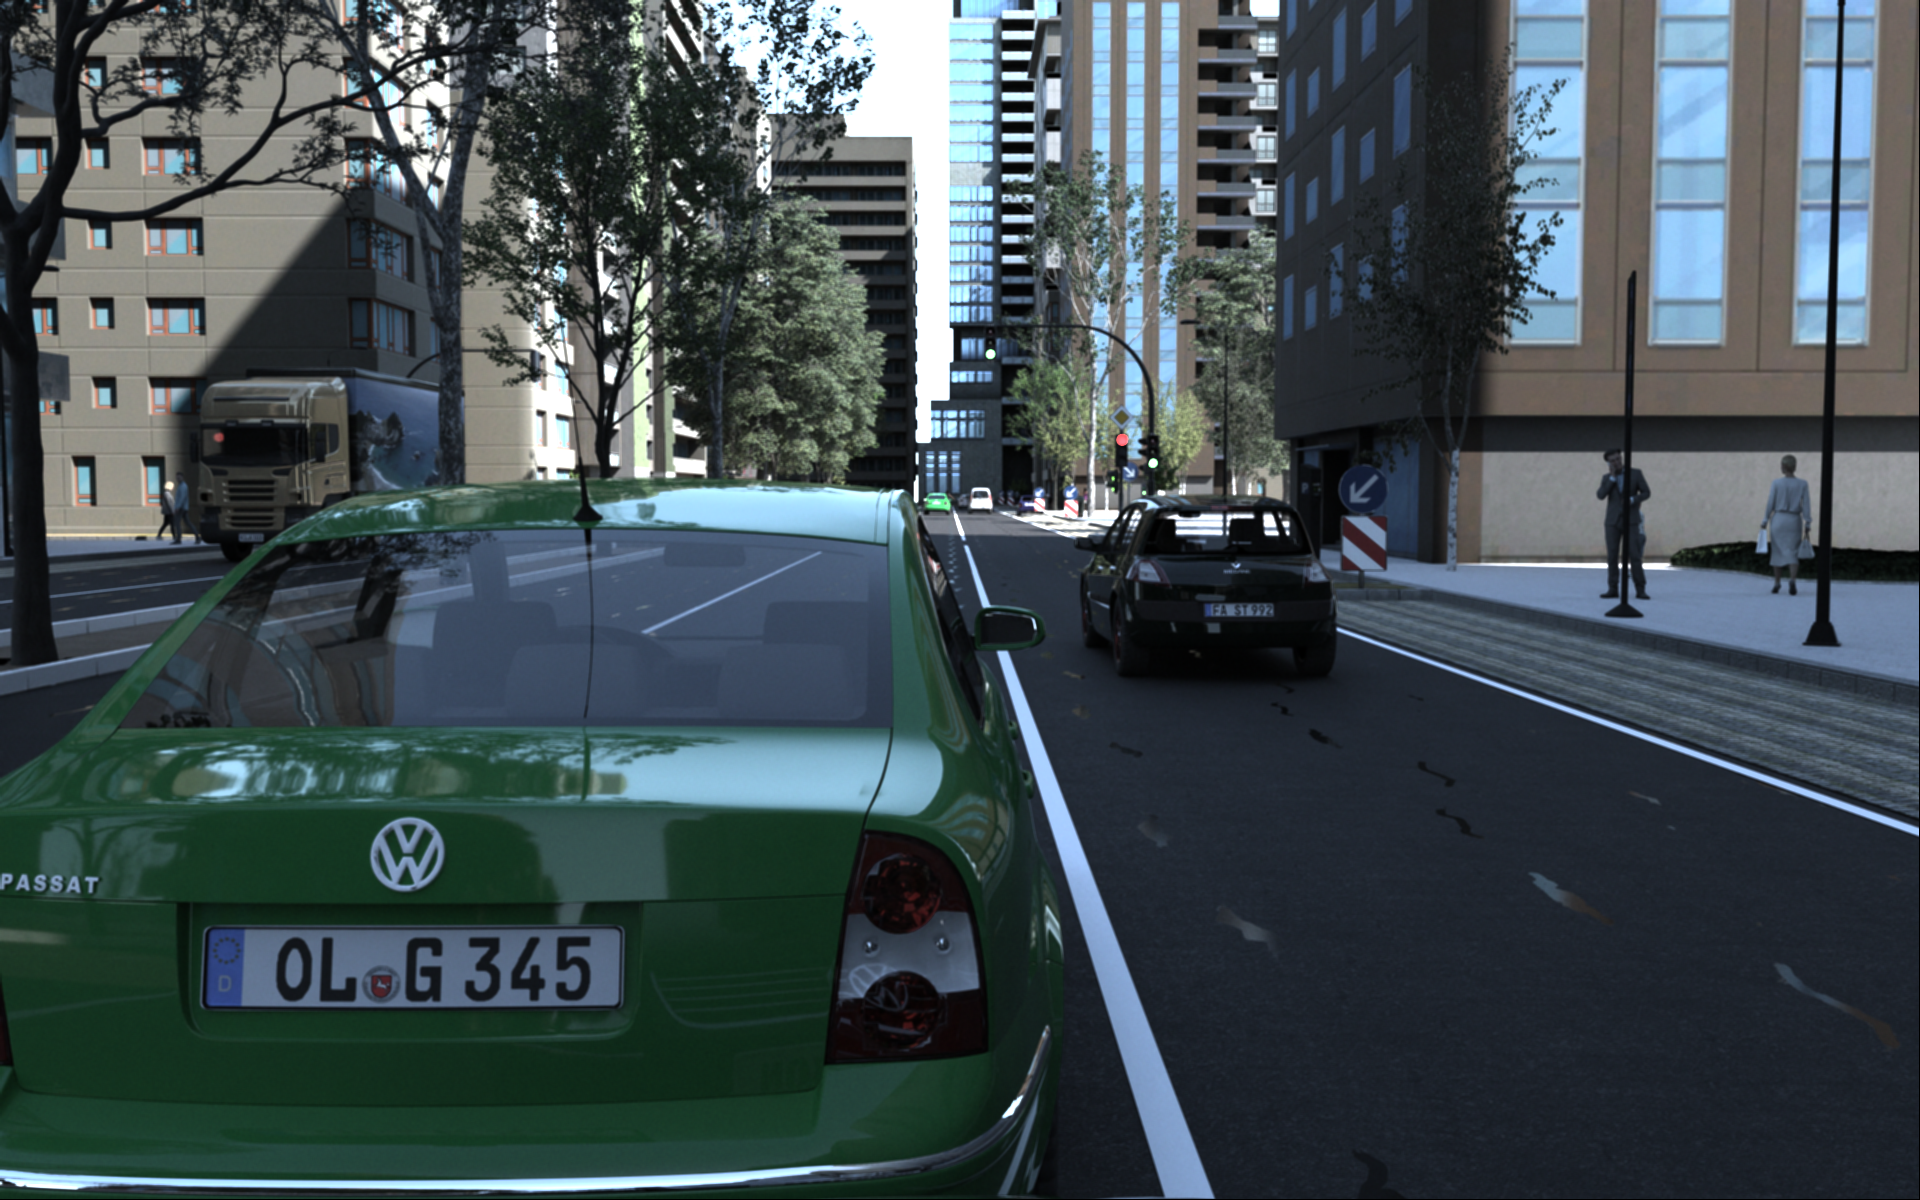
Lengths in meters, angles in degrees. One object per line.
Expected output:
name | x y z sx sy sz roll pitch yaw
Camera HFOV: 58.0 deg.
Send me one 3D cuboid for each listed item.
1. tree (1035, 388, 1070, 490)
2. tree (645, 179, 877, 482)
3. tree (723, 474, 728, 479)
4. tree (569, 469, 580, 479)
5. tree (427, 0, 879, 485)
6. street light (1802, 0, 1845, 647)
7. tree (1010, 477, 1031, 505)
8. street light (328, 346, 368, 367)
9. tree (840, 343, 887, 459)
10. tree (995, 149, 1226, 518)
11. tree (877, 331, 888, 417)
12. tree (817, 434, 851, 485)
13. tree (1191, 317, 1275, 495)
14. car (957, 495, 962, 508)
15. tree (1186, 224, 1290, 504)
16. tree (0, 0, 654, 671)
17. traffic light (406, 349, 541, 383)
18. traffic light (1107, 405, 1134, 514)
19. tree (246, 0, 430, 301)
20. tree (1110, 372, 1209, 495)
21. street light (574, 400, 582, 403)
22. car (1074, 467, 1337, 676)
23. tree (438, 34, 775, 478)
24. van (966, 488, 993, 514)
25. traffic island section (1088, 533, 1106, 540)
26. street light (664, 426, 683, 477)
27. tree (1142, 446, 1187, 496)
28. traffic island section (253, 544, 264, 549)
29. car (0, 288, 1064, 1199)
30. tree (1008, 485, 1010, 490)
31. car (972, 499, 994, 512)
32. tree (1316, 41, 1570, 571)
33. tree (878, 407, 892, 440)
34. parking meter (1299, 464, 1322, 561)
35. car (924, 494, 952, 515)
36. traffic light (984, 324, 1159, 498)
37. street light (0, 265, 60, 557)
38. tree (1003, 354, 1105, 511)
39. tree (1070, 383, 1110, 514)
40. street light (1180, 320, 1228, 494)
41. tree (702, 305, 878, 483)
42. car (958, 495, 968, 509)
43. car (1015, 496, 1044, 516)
tree | 7.380 -10.222 117.495 4.737 8.622 4.395 0 3 0
tree | -8.219 -9.906 71.069 9.857 13.997 8.962 0 3 0
tree | -20.238 -9.411 148.466 1.663 3.219 1.824 0 3 0
tree | -20.524 -5.820 89.758 1.663 3.219 1.824 0 3 0
tree | -9.514 -12.307 59.559 12.611 20.169 13.585 0 3 0
street light | 6.794 -2.570 14.562 1.470 5.913 1.316 0 4 0
tree | 6.781 -11.997 190.744 1.663 3.219 1.824 0 3 0
street light | -19.212 -5.002 54.327 1.470 5.913 1.316 0 4 0
tree | -8.600 -11.406 114.700 9.928 11.665 9.643 0 3 0
tree | 7.985 -14.523 93.334 12.611 20.169 13.585 0 3 0
tree | -8.184 -11.088 90.399 9.857 13.997 8.962 0 3 0
tree | -8.264 -9.453 107.375 4.737 8.622 4.395 0 3 0
tree | 11.627 -7.449 72.157 4.360 8.622 3.978 0 3 0
car | 0.733 -9.944 174.939 2.083 1.381 4.827 0 4 0
tree | 15.109 -10.601 79.977 9.857 13.997 8.962 0 3 0
tree | -7.732 -6.186 13.971 12.009 13.543 11.850 0 3 0
traffic light | -15.602 -4.882 54.495 4.771 5.953 1.251 0 4 0
traffic light | 5.067 -4.018 54.614 0.839 4.253 0.868 0 4 0
tree | -9.194 -10.346 27.503 12.611 20.169 13.585 0 3 0
tree | 12.469 -9.459 105.019 4.737 8.622 4.395 0 3 0
street light | -19.434 -6.942 86.049 1.470 5.913 1.316 0 4 0
car | 2.045 -0.322 15.045 2.009 1.686 4.222 0 4 -1
tree | -8.030 -6.783 39.120 9.928 11.665 9.643 0 3 0
van | 1.426 -7.261 125.722 2.013 2.044 4.112 0 4 -2
traffic island section | 5.107 -1.985 54.728 2.009 0.180 2.903 0 4 0
street light | -19.560 -8.899 118.042 1.470 5.913 1.316 0 4 0
tree | 7.140 -4.188 63.074 1.663 3.219 1.824 0 3 0
traffic island section | -17.680 -1.487 46.596 2.009 0.180 2.903 0 4 0
car | -0.723 0.265 4.469 1.959 1.807 4.718 0 4 0
tree | 6.201 -12.583 200.338 1.663 3.219 1.824 0 3 0
car | 1.738 -7.871 141.055 2.083 1.381 4.827 0 4 -1
tree | 8.197 -4.805 28.924 4.360 8.622 3.978 0 3 0
tree | -8.088 -10.002 100.397 8.767 10.594 7.601 0 4 0
parking meter | 6.747 -1.691 33.359 0.255 1.863 0.399 -2 4 -29
car | -1.571 -6.841 120.648 1.959 1.807 4.718 0 4 1
traffic light | 3.029 -4.392 46.474 4.771 5.953 1.251 0 4 0
street light | -18.990 -3.840 35.325 1.470 5.913 1.316 0 4 0
tree | 6.993 -12.412 128.689 9.928 11.665 9.643 0 3 0
tree | 9.610 -9.943 112.927 4.737 8.622 4.395 0 3 0
street light | 6.556 -4.510 46.283 1.470 5.913 1.316 0 4 0
tree | -8.504 -8.807 80.868 8.767 10.594 7.601 0 4 0
car | 0.813 -9.524 168.081 2.083 1.381 4.827 0 3 0
car | 4.522 -6.084 112.050 1.945 1.354 3.894 0 3 0
